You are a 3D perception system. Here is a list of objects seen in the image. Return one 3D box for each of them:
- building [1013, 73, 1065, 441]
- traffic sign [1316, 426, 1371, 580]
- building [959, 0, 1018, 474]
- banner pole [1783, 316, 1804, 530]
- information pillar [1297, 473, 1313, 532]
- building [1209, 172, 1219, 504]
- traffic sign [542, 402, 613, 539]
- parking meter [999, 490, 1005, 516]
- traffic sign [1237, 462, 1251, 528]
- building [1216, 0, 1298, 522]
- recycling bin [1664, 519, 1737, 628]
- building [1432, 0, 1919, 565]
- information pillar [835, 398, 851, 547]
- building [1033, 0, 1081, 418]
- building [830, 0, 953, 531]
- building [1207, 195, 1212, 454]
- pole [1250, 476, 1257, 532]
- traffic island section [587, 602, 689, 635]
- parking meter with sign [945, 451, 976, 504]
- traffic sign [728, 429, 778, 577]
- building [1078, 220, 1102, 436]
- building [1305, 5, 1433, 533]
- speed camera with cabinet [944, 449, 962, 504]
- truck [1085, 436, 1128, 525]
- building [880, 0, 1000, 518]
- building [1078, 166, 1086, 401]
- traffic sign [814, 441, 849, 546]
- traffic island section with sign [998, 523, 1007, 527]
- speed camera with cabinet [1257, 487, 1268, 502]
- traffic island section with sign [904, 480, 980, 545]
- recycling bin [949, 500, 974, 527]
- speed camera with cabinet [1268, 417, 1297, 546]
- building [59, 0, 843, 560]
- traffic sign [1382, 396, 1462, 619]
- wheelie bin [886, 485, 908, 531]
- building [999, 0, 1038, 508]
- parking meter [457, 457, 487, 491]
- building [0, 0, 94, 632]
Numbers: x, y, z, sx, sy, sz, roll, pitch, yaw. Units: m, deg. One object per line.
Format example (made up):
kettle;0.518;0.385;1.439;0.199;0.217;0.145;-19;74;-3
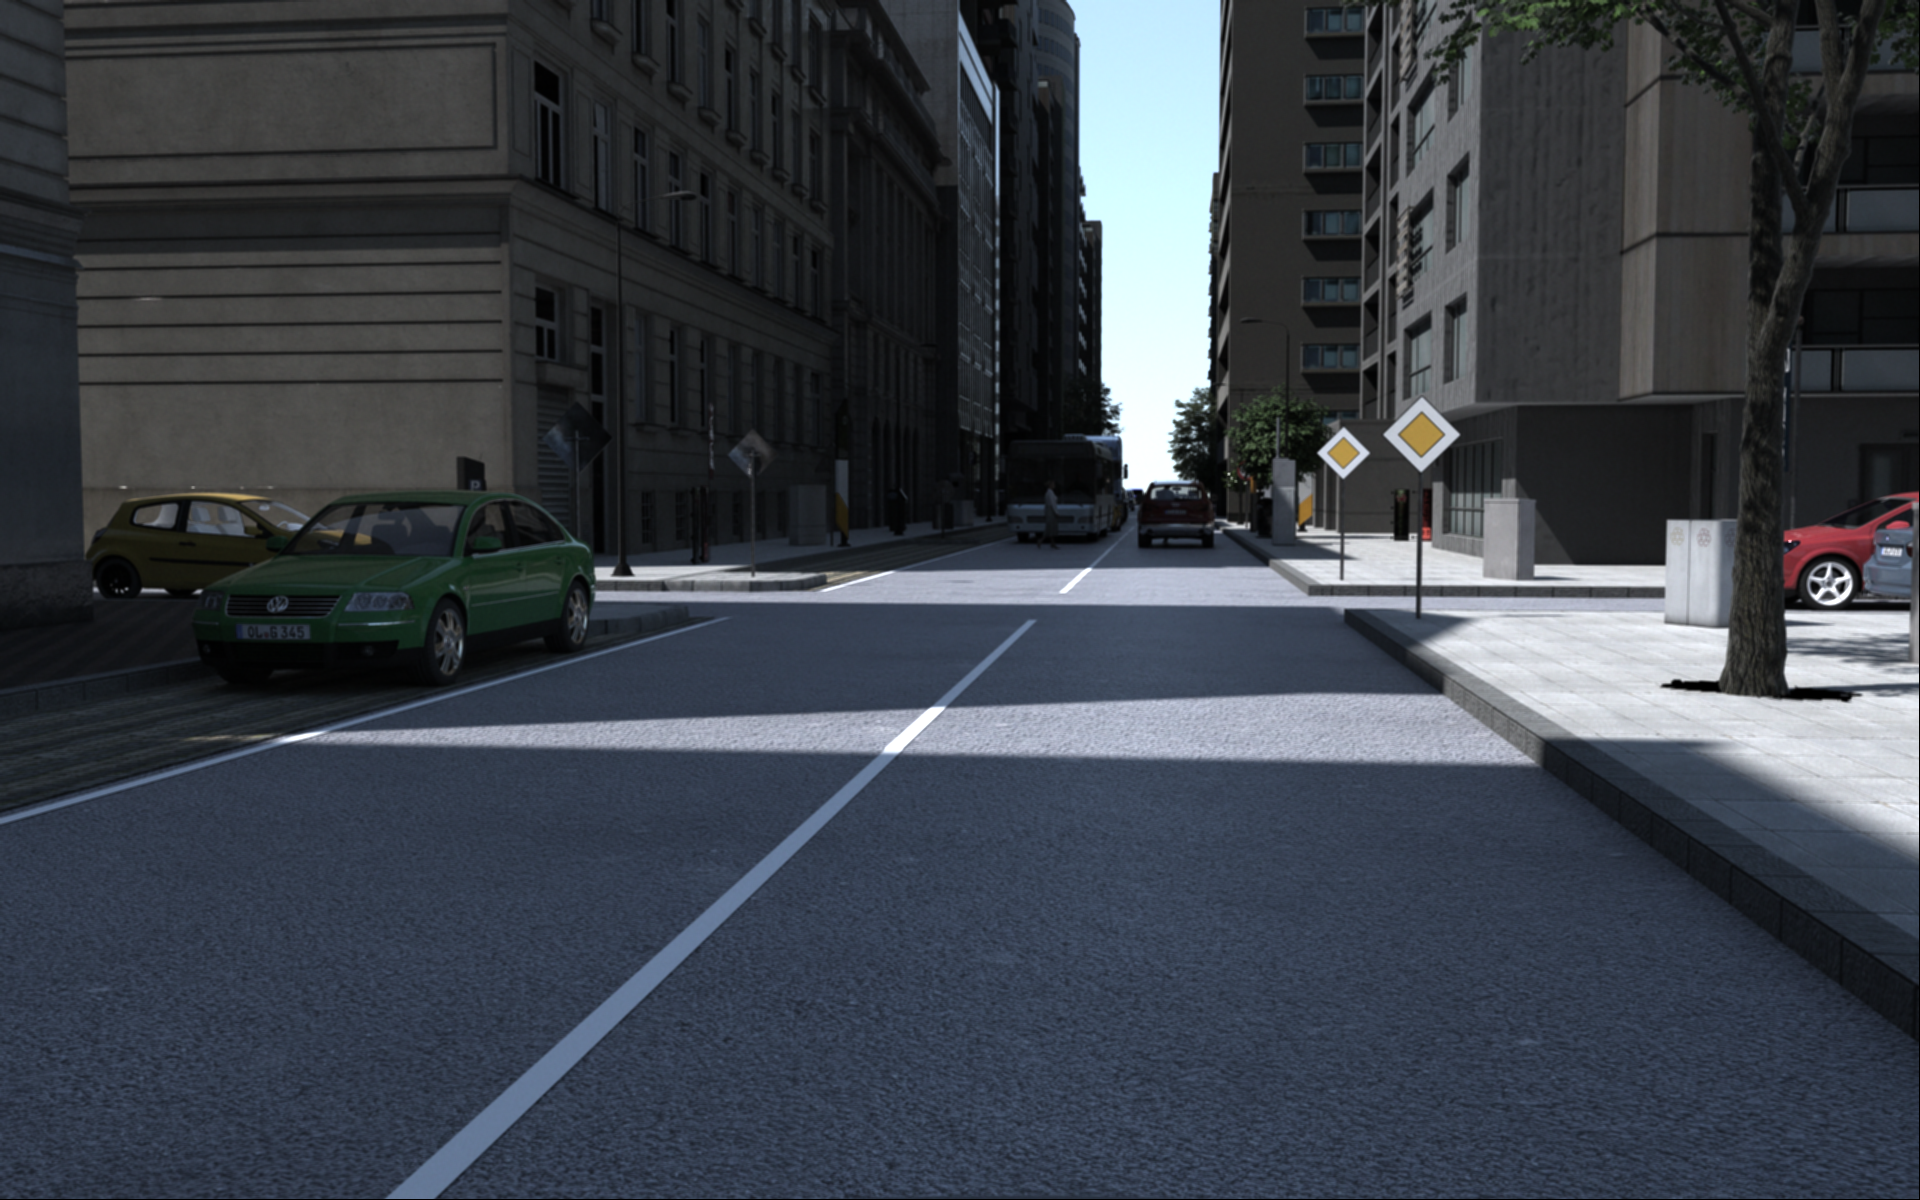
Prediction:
building;2.543;-29.446;165.039;14.154;41.232;14.086;0;4;7
traffic sign;5.674;-1.348;25.688;0.795;2.450;0.064;0;4;7
building;-7.747;-28.276;116.937;22.147;44.769;28.867;0;4;7
banner pole;11.774;-2.120;24.681;0.401;3.779;0.863;0;4;-5
information pillar;11.680;-4.113;58.595;0.504;3.616;0.183;1;4;18
building;39.150;-32.908;221.638;14.154;41.232;14.086;0;4;7
traffic sign;-4.162;-0.930;18.851;0.795;2.450;0.064;0;4;7
parking meter;2.453;-5.682;101.308;0.372;1.533;0.369;0;3;0
traffic sign;10.721;-3.951;64.700;0.768;2.556;0.104;1;4;11
building;24.187;-28.373;87.601;21.300;48.544;21.600;0;4;7
recycling bin;7.428;-0.269;16.951;0.722;1.027;0.722;-1;4;-19
building;16.371;-21.346;32.597;14.086;41.232;14.154;0;4;7
information pillar;-2.859;-3.098;42.005;0.183;3.616;0.504;2;4;27
building;2.599;-40.324;201.288;21.231;58.520;28.212;0;4;7
building;-8.364;-14.007;70.810;13.314;21.916;24.055;0;4;7
building;45.882;-35.944;242.310;22.147;44.769;28.867;0;4;7
pole;9.867;-3.935;58.175;0.158;3.312;0.155;0;3;0
traffic island section;-4.187;0.206;18.916;2.009;0.180;2.903;0;4;7
parking meter with sign;-0.236;-4.529;70.307;1.738;3.016;0.543;-2;4;-27
traffic sign;-3.203;-1.415;26.779;0.795;2.450;0.064;0;4;7
building;13.354;-34.789;252.402;14.154;41.232;14.086;0;4;7
building;23.051;-37.892;57.785;20.563;71.187;20.611;0;4;7
speed camera with cabinet;-0.336;-5.020;76.415;0.660;3.252;2.038;0;4;-7
truck;6.932;-5.865;85.649;2.967;4.110;18.799;0;4;6
building;-4.856;-16.790;92.542;12.078;24.808;19.932;0;4;7
building;5.261;-37.379;230.748;23.786;49.044;30.456;0;4;7
traffic sign;-3.159;-2.608;42.640;0.884;2.594;0.081;1;4;10
traffic island section with sign;2.764;-4.141;76.335;1.989;1.847;2.006;0;4;7
speed camera with cabinet;11.290;-4.225;63.414;0.660;3.252;2.038;-1;4;-8
traffic island section with sign;-0.476;-2.504;49.574;1.989;1.847;2.006;0;4;7
recycling bin;0.061;-3.442;68.835;0.722;1.027;0.722;3;5;40
speed camera with cabinet;8.235;-3.031;43.885;0.660;3.252;2.038;1;4;11
building;-13.163;-12.897;44.154;16.112;22.955;30.059;0;4;7
traffic sign;4.715;-0.863;17.760;0.795;2.450;0.064;0;4;7
wheelie bin;-2.168;-3.167;59.691;0.693;1.594;0.980;0;4;4
building;-7.659;-33.992;145.015;28.713;52.752;27.495;0;4;7
parking meter;-7.680;-1.318;27.268;0.255;1.863;0.399;3;5;43
building;-18.193;-10.042;13.338;18.267;20.994;9.793;0;4;7
